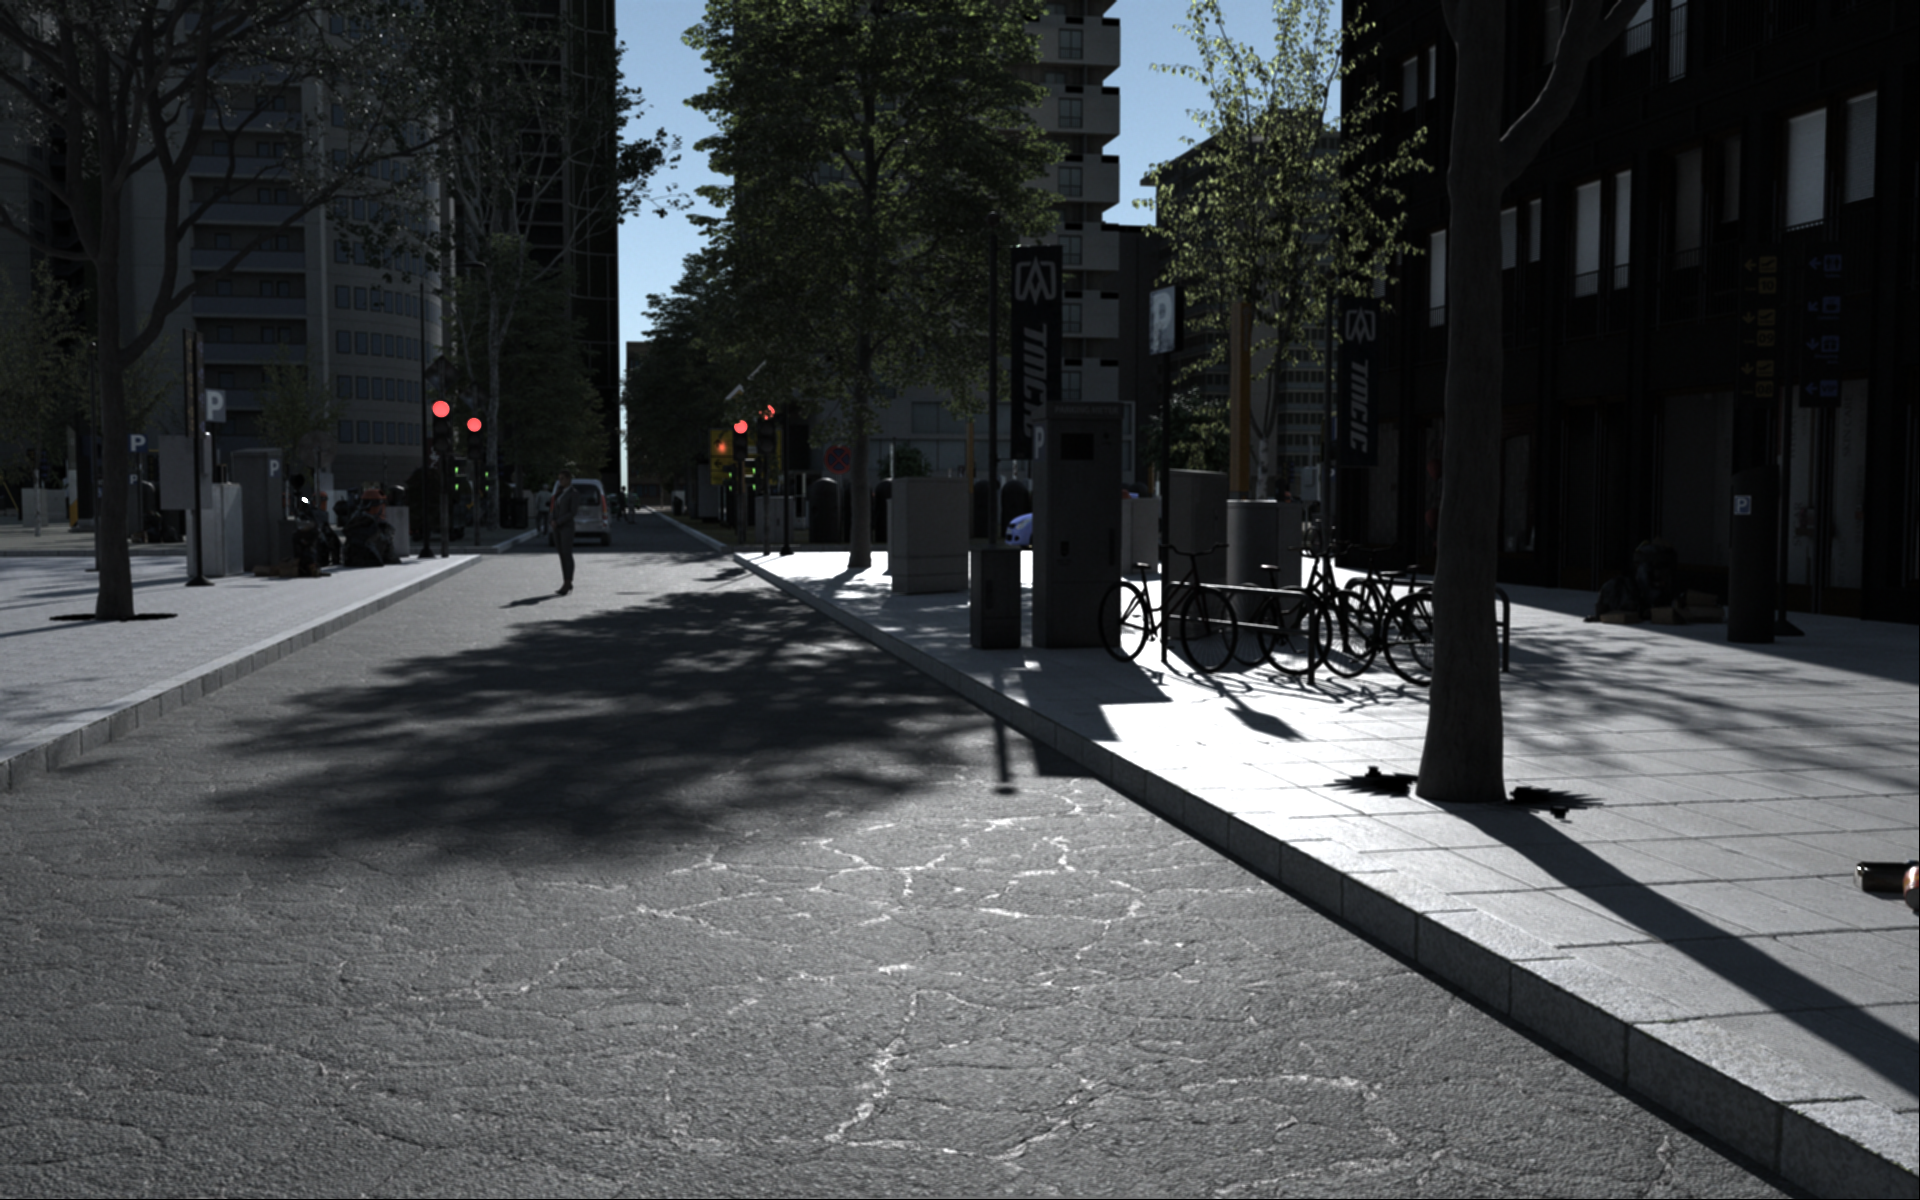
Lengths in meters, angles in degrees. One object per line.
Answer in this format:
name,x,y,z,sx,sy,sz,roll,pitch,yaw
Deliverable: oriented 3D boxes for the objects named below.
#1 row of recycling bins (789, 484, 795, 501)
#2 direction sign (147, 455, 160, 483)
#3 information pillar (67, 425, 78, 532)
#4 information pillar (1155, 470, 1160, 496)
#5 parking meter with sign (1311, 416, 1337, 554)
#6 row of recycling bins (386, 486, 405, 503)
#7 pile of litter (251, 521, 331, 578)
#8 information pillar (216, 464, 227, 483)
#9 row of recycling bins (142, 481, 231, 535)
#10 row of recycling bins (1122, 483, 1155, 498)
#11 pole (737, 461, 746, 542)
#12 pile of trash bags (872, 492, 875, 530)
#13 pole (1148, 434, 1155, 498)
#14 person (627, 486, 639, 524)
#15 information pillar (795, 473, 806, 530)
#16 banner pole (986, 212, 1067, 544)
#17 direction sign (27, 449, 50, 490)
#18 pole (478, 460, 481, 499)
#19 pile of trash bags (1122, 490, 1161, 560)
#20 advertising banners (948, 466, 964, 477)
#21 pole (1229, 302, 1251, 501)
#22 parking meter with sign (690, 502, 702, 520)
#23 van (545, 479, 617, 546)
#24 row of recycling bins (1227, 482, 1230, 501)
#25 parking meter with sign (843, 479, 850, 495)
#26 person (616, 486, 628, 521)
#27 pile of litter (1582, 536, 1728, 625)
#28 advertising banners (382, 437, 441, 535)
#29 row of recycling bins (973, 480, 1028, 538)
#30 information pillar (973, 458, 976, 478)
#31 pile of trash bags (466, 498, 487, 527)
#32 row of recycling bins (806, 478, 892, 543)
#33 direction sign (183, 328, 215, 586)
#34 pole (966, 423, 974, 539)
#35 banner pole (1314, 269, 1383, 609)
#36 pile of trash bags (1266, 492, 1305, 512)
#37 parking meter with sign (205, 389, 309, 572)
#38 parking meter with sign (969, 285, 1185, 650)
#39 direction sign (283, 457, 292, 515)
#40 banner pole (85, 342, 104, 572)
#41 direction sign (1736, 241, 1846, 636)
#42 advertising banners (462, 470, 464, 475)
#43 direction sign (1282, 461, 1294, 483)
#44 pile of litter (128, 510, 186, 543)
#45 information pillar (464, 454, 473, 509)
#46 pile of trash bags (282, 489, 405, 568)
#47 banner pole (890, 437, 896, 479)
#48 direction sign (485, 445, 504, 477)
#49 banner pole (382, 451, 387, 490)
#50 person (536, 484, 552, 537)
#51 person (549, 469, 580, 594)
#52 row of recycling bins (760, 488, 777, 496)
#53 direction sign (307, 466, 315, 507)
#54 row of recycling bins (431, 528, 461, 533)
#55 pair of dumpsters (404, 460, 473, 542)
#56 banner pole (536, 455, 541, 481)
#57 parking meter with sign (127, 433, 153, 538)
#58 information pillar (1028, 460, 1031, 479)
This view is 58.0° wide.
row of recycling bins,-5.528,-3.889,70.692,3.534,1.692,1.069,2,4,28
direction sign,-47.106,-6.695,101.453,0.876,3.537,0.379,0,4,-4
information pillar,-30.243,-4.147,59.150,0.183,3.616,0.504,1,4,18
information pillar,12.961,-7.488,113.788,0.183,3.616,0.504,2,4,34
parking meter with sign,8.180,-2.554,38.016,0.543,3.016,1.738,2,4,28
row of recycling bins,-29.240,-5.054,89.740,1.069,1.692,3.534,-1,4,-19
pile of litter,-10.441,-0.799,27.027,1.176,0.858,1.719,-1,4,-18
information pillar,-18.340,-2.349,42.893,0.304,2.012,0.304,0,4,-5
row of recycling bins,-24.643,-2.889,54.352,1.069,1.692,3.534,1,4,19
row of recycling bins,5.852,-3.440,63.351,1.069,1.692,3.534,-1,4,-22
pole,-5.843,-3.207,46.277,0.158,3.312,0.155,0,3,0
pile of trash bags,-2.539,-3.243,62.778,1.912,1.369,3.447,-3,4,-37
pole,5.965,-3.681,54.033,0.158,3.312,0.155,0,3,0
person,-15.742,-4.565,83.331,0.583,1.804,0.606,0,4,-4
information pillar,-5.660,-3.481,61.412,0.304,2.012,0.304,1,4,14
banner pole,0.519,-1.556,15.453,0.863,3.779,0.401,1,4,13
direction sign,-46.224,-5.800,86.825,0.876,3.537,0.379,-2,4,-29
pole,-26.388,-6.183,94.929,0.158,3.312,0.155,0,3,0
pile of trash bags,3.240,-1.536,34.872,1.912,1.369,3.447,0,4,4
advertising banners,-0.496,-6.797,107.314,2.074,3.025,0.090,3,5,42
pole,3.000,-1.513,18.574,0.158,3.312,0.155,0,3,0
parking meter with sign,-12.901,-5.571,87.353,1.738,3.016,0.543,2,4,35
van,-10.708,-2.561,48.891,2.013,2.044,4.112,-1,4,-10
row of recycling bins,8.980,-3.400,62.698,1.069,1.692,3.534,-2,4,-25
parking meter with sign,-5.563,-5.530,86.676,0.543,3.016,1.738,-1,4,-16
person,-17.706,-5.068,91.132,0.755,1.850,0.659,-1,4,-13
pile of litter,7.140,-0.211,17.411,1.719,0.858,1.176,1,4,11
advertising banners,-16.978,-3.511,53.601,2.074,3.025,0.090,0,4,2
row of recycling bins,1.194,-2.692,51.123,3.534,1.692,1.069,0,4,4
information pillar,0.835,-7.333,111.250,0.183,3.616,0.504,3,5,44
pile of trash bags,-19.984,-3.591,68.472,3.447,1.369,1.912,1,4,21
row of recycling bins,-2.287,-2.391,46.207,3.534,1.692,1.069,-2,4,-24
direction sign,-10.661,-1.969,24.189,0.379,3.537,0.876,-1,4,-9
pole,0.280,-3.402,49.458,0.158,3.312,0.155,0,3,0
banner pole,4.337,-1.799,19.437,0.863,3.779,0.401,-1,4,-15
pile of trash bags,16.647,-4.623,85.344,3.447,1.369,1.912,0,3,0
parking meter with sign,-11.629,-1.981,28.651,1.738,3.016,0.543,1,4,15
parking meter with sign,0.963,-1.118,14.543,1.738,3.016,0.543,-1,4,-17
direction sign,-40.968,-6.946,105.557,0.379,3.537,0.876,1,4,8
banner pole,-14.288,-2.380,28.929,0.401,3.779,0.863,1,4,13
direction sign,7.492,-1.449,15.685,0.876,3.537,0.379,1,4,12
advertising banners,-32.782,-7.123,112.652,2.074,3.025,0.090,3,5,42
direction sign,22.517,-7.766,118.977,0.876,3.537,0.379,-1,4,-12
pile of litter,-21.281,-1.935,45.605,1.719,0.858,1.176,-1,4,-11
information pillar,-26.189,-6.177,92.341,0.504,3.616,0.183,1,4,19
pile of trash bags,-11.169,-1.345,31.741,1.912,1.369,3.447,0,4,-3
banner pole,-2.913,-5.211,75.218,0.401,3.779,0.863,1,4,16
direction sign,-21.614,-5.414,80.520,0.876,3.537,0.379,0,4,6
banner pole,-33.716,-6.825,101.601,0.401,3.779,0.863,0,4,-3
person,-13.701,-2.969,57.525,0.782,1.767,0.515,-1,4,-20
person,-5.766,-0.993,25.016,0.520,1.790,0.573,2,4,26
row of recycling bins,-10.888,-6.133,107.383,3.534,1.692,1.069,1,4,19
direction sign,-31.424,-5.631,84.070,0.379,3.537,0.876,1,4,10
row of recycling bins,-17.245,-3.119,58.111,1.069,1.692,3.534,-1,4,-18
pair of dumpsters,-14.621,-2.817,48.548,1.574,2.255,4.437,-1,4,-11
banner pole,-24.004,-6.646,98.679,0.401,3.779,0.863,0,4,6
parking meter with sign,-24.170,-3.324,50.609,0.543,3.016,1.738,-3,4,-36
information pillar,4.459,-7.344,111.435,0.183,3.616,0.504,-1,4,-15
